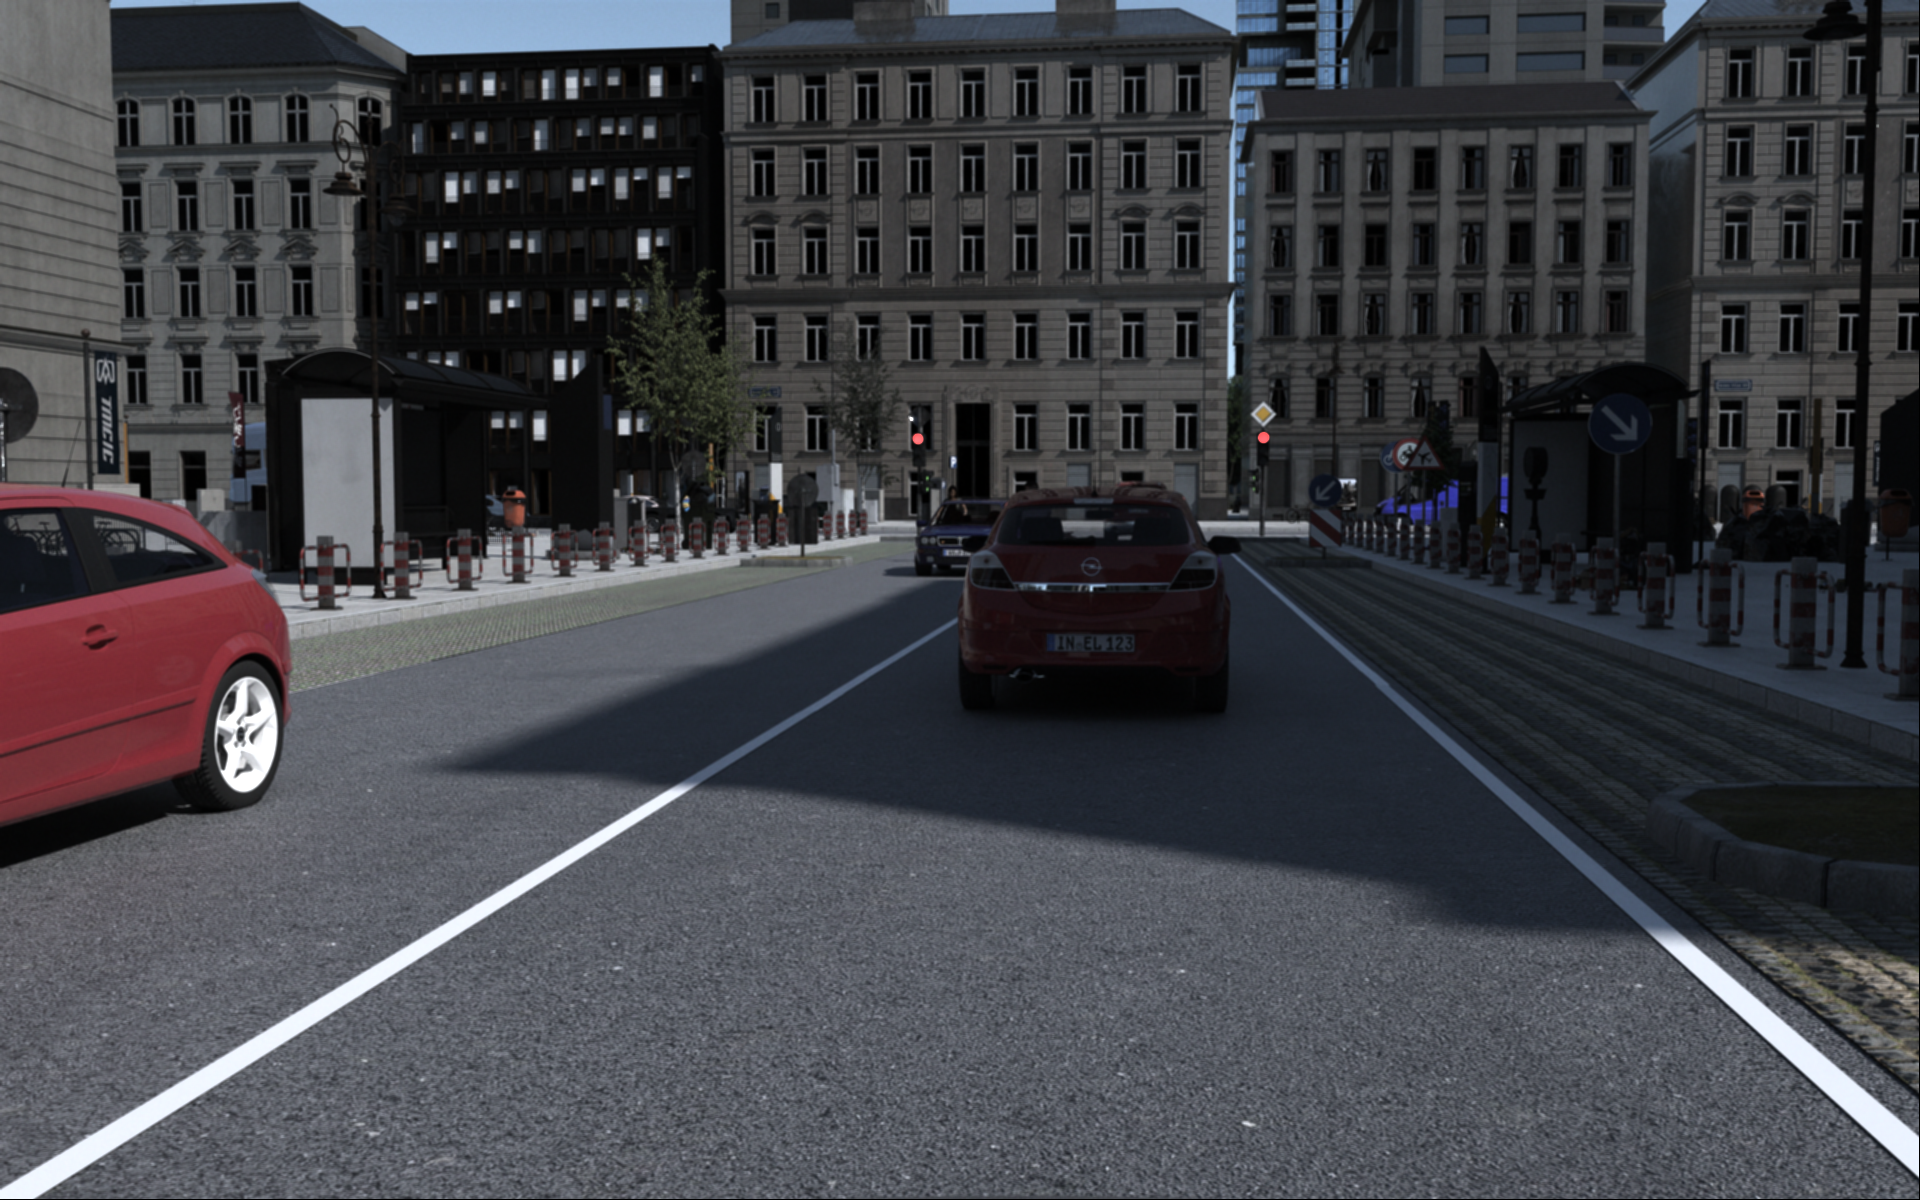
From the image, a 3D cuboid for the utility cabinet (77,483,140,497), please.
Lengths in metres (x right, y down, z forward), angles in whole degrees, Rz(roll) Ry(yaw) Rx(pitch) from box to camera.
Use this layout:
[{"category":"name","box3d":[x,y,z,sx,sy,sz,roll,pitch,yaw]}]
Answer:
[{"category":"utility cabinet","box3d":[-18.013,-1.713,36.683,0.318,1.500,1.173,3,5,40]}]

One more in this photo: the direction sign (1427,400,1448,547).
[{"category":"direction sign","box3d":[11.591,-3.066,42.123,0.379,3.537,0.876,-1,4,-17]}]

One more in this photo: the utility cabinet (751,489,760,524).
[{"category":"utility cabinet","box3d":[-8.225,-3.864,71.863,0.318,1.500,1.173,-3,5,-40]}]

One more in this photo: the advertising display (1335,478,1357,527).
[{"category":"advertising display","box3d":[15.225,-3.860,68.328,0.974,1.923,0.123,-1,4,-22]}]

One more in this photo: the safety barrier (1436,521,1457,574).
[{"category":"safety barrier","box3d":[7.971,-0.836,27.943,0.300,0.817,1.120,0,4,7]}]

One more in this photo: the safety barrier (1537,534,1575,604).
[{"category":"safety barrier","box3d":[7.074,-0.369,20.310,0.300,0.817,1.120,0,4,7]}]

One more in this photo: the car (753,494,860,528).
[{"category":"car","box3d":[-5.723,-3.402,65.401,4.222,1.686,2.009,0,4,6]}]

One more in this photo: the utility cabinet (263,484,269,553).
[{"category":"utility cabinet","box3d":[-14.767,-1.766,37.549,0.318,1.500,1.173,1,4,9]}]

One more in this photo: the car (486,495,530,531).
[{"category":"car","box3d":[-19.063,-3.392,67.460,4.499,1.417,2.014,1,4,8]}]

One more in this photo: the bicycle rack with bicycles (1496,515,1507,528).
[{"category":"bicycle rack with bicycles","box3d":[14.780,-1.763,42.199,2.852,0.926,2.925,-2,4,-24]}]

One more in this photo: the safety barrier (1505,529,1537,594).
[{"category":"safety barrier","box3d":[7.298,-0.486,22.217,0.300,0.817,1.120,0,4,7]}]

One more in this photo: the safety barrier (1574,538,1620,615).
[{"category":"safety barrier","box3d":[6.847,-0.253,18.404,0.300,0.817,1.120,0,4,7]}]

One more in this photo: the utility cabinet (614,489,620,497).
[{"category":"utility cabinet","box3d":[-14.747,-3.940,73.090,0.318,1.500,1.173,1,4,16]}]

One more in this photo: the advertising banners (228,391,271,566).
[{"category":"advertising banners","box3d":[-12.359,-2.103,30.572,0.090,3.025,2.074,0,4,5]}]

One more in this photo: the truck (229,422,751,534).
[{"category":"truck","box3d":[-16.824,-4.342,60.757,18.799,4.110,2.967,0,4,5]}]

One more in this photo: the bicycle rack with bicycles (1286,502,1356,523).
[{"category":"bicycle rack with bicycles","box3d":[16.148,-3.828,75.962,2.852,0.926,2.925,-3,5,-40]}]

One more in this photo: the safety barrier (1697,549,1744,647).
[{"category":"safety barrier","box3d":[6.404,-0.020,14.595,0.300,0.817,1.120,0,4,7]}]

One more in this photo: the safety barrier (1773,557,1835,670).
[{"category":"safety barrier","box3d":[6.177,0.097,12.692,0.300,0.817,1.120,0,4,7]}]

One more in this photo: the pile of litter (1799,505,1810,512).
[{"category":"pile of litter","box3d":[31.765,-3.151,65.489,1.176,0.858,1.719,-2,4,-32]}]

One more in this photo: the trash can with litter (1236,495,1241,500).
[{"category":"trash can with litter","box3d":[21.877,-7.567,135.106,0.624,1.170,1.055,0,4,-5]}]

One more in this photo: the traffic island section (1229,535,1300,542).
[{"category":"traffic island section","box3d":[9.189,-1.852,52.559,2.009,0.180,2.903,0,4,7]}]

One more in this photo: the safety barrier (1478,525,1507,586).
[{"category":"safety barrier","box3d":[7.522,-0.603,24.134,0.300,0.817,1.120,0,4,7]}]

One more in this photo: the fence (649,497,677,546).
[{"category":"fence","box3d":[-7.500,-1.986,43.680,0.480,1.192,2.264,-1,4,-15]}]

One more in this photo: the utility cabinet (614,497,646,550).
[{"category":"utility cabinet","box3d":[-7.737,-1.766,40.031,1.020,1.237,0.306,2,4,31]}]

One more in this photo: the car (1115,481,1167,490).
[{"category":"car","box3d":[5.332,-2.603,51.225,2.281,1.827,5.304,0,4,7]}]

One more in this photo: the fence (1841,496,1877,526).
[{"category":"fence","box3d":[36.440,-3.596,70.005,2.264,1.192,0.480,-1,4,-18]}]

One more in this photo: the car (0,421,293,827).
[{"category":"car","box3d":[-4.311,0.152,6.563,2.155,1.783,4.494,0,4,8]}]

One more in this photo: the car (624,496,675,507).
[{"category":"car","box3d":[-12.068,-3.326,66.739,4.827,1.381,2.083,1,4,9]}]

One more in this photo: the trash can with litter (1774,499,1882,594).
[{"category":"trash can with litter","box3d":[11.736,-0.738,23.127,1.678,1.210,2.233,2,4,30]}]

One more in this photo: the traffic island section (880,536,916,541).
[{"category":"traffic island section","box3d":[-1.280,-1.927,53.789,2.009,0.180,2.903,0,4,7]}]

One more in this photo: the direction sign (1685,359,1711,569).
[{"category":"direction sign","box3d":[12.700,-2.300,29.599,0.379,3.537,0.876,1,4,16]}]

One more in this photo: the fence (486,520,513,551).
[{"category":"fence","box3d":[-10.993,-1.497,39.851,2.069,0.683,0.278,2,4,32]}]

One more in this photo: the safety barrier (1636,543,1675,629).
[{"category":"safety barrier","box3d":[6.628,-0.136,16.499,0.300,0.817,1.120,0,4,7]}]

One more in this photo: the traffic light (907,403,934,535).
[{"category":"traffic light","box3d":[-1.241,-3.959,53.649,0.839,4.253,0.868,0,4,7]}]

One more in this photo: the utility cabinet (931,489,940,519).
[{"category":"utility cabinet","box3d":[-1.104,-4.274,78.554,0.318,1.500,1.173,0,4,5]}]

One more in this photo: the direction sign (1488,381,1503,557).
[{"category":"direction sign","box3d":[10.987,-2.647,35.268,0.379,3.537,0.876,1,4,19]}]

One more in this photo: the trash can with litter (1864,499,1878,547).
[{"category":"trash can with litter","box3d":[21.972,-1.886,42.228,0.624,1.170,1.055,3,4,36]}]

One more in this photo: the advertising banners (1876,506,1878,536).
[{"category":"advertising banners","box3d":[27.772,-3.309,50.287,0.090,3.025,2.074,-3,5,-42]}]

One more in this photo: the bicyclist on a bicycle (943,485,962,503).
[{"category":"bicyclist on a bicycle","box3d":[-0.158,-1.604,36.245,1.499,1.676,1.625,0,4,8]}]

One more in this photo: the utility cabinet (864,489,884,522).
[{"category":"utility cabinet","box3d":[-4.012,-4.332,79.510,1.173,1.500,0.318,3,5,42]}]

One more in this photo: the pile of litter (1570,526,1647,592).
[{"category":"pile of litter","box3d":[8.770,-0.584,23.520,1.176,0.858,1.719,3,5,41]}]

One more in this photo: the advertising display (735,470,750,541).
[{"category":"advertising display","box3d":[-5.962,-2.581,47.416,0.123,1.923,0.974,-2,4,-24]}]

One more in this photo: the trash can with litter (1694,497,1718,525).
[{"category":"trash can with litter","box3d":[31.252,-3.754,72.757,1.055,1.170,0.624,1,4,10]}]

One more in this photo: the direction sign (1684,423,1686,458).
[{"category":"direction sign","box3d":[21.607,-3.653,51.725,0.379,3.537,0.876,-2,4,-30]}]

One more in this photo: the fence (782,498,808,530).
[{"category":"fence","box3d":[-5.286,-2.598,53.687,0.480,1.192,2.264,2,4,27]}]

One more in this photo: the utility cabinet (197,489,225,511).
[{"category":"utility cabinet","box3d":[-33.363,-4.188,77.153,0.318,1.500,1.173,2,4,32]}]

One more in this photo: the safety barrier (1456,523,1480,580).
[{"category":"safety barrier","box3d":[7.747,-0.720,26.039,0.300,0.817,1.120,0,4,7]}]

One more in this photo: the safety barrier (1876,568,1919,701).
[{"category":"safety barrier","box3d":[5.957,0.213,10.787,0.300,0.817,1.120,0,4,7]}]

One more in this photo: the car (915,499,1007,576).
[{"category":"car","box3d":[0.242,-1.161,31.569,1.945,1.354,3.894,0,4,8]}]

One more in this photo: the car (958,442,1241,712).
[{"category":"car","box3d":[1.038,-0.238,12.937,2.155,1.783,4.494,0,4,6]}]
